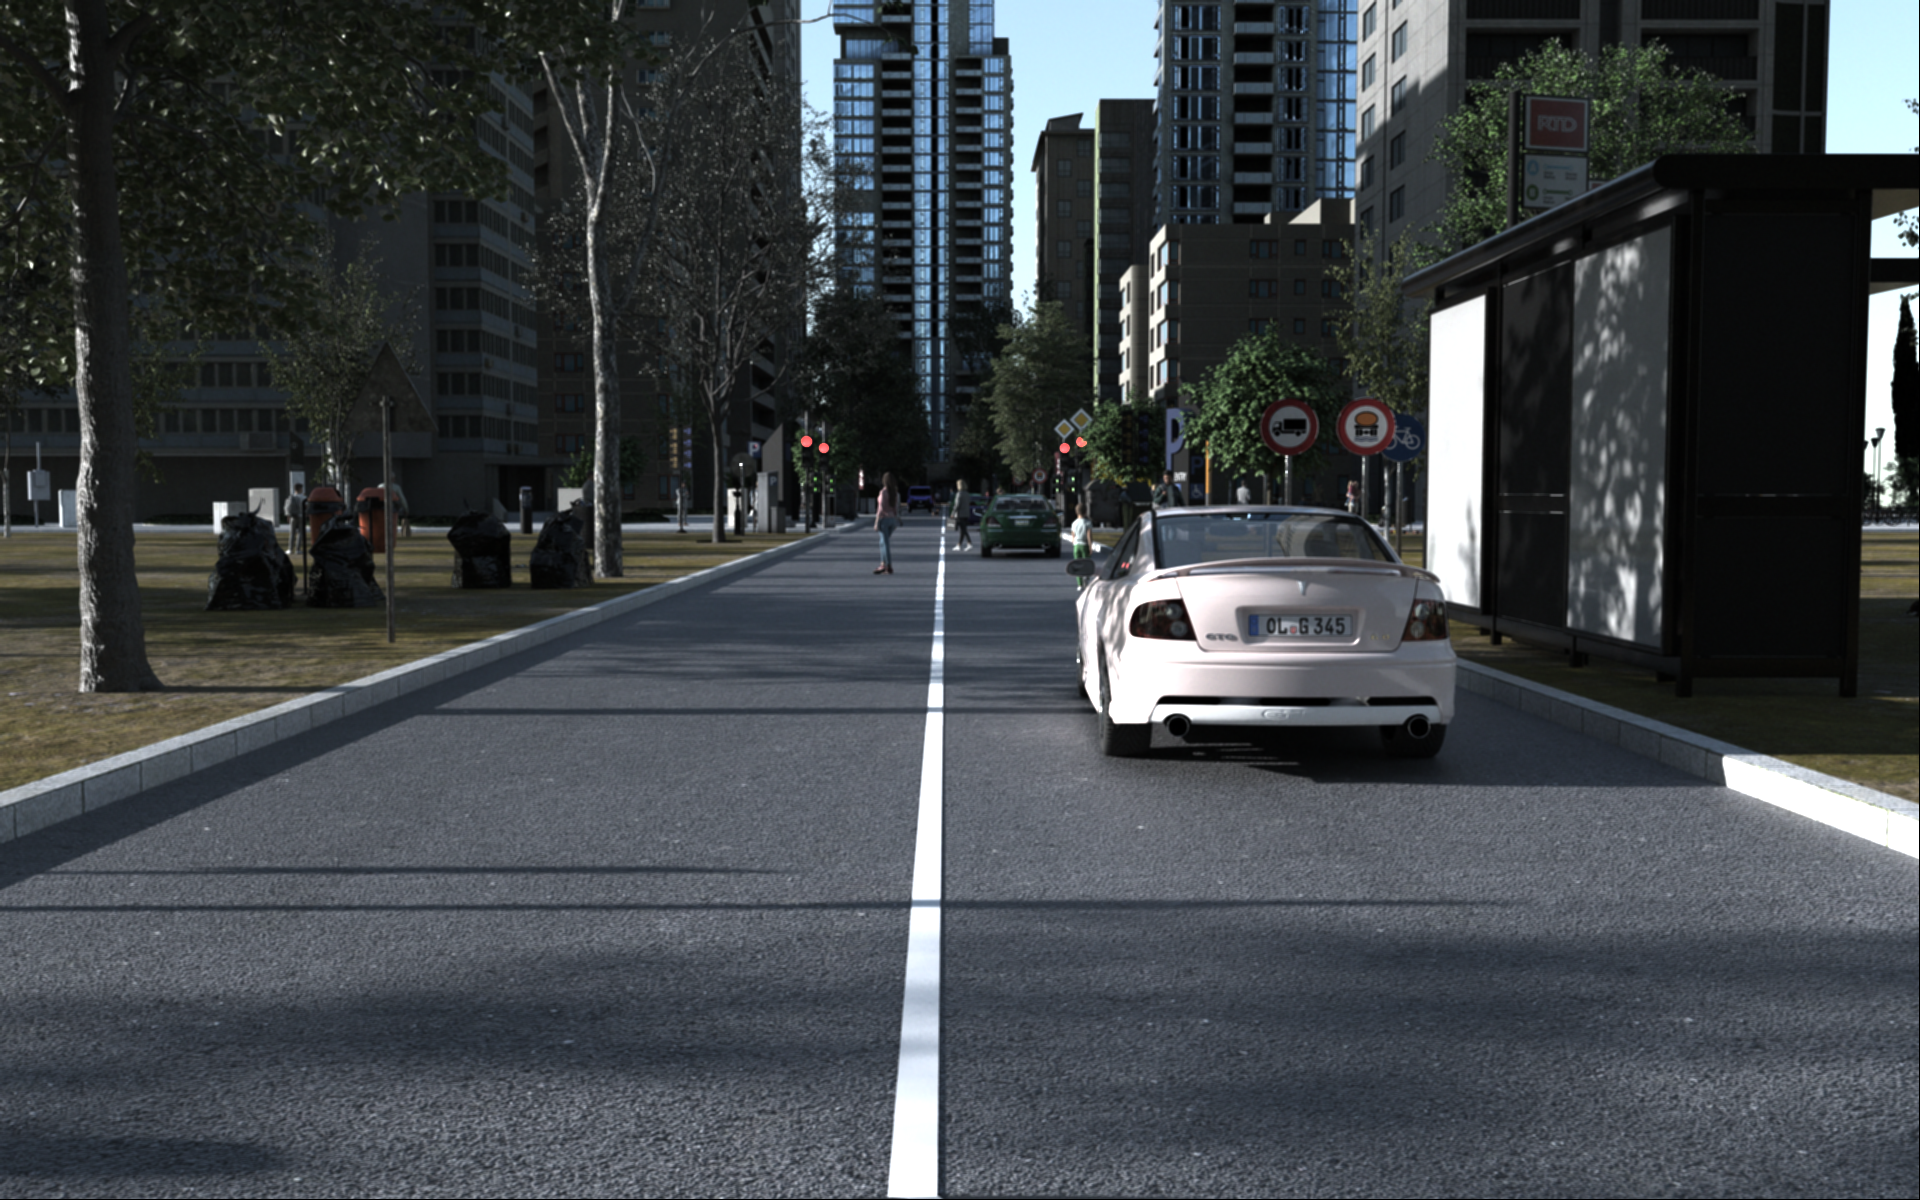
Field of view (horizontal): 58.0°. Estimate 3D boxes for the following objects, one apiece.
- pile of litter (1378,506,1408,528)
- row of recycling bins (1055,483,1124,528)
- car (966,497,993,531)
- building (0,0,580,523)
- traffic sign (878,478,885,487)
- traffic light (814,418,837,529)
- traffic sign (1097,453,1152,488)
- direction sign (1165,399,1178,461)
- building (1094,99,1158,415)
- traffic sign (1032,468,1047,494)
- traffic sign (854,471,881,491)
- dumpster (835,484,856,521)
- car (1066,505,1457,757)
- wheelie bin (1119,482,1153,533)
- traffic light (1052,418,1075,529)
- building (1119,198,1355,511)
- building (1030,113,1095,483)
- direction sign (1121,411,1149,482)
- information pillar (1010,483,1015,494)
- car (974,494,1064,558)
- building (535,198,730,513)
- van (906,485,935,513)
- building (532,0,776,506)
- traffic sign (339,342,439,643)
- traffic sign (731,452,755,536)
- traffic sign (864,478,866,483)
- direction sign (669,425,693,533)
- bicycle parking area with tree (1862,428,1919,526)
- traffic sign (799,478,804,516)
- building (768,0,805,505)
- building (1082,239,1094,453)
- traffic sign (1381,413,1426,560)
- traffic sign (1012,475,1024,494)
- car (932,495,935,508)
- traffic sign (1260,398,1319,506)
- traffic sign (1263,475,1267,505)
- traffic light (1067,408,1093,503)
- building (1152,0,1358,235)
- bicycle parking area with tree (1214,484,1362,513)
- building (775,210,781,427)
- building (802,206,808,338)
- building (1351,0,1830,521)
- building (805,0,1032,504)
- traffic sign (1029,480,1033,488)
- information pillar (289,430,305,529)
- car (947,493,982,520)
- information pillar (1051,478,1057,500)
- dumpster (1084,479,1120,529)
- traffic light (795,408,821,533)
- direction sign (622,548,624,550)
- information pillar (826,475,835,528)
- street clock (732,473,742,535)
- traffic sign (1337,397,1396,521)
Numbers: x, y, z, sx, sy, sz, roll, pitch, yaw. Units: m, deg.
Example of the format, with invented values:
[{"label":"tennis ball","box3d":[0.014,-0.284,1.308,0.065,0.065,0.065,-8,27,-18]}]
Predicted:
[{"label":"pile of litter","box3d":[16.744,-3.240,66.936,1.176,0.858,1.719,3,4,39]},{"label":"row of recycling bins","box3d":[5.408,-3.618,66.274,3.534,1.692,1.069,0,4,6]},{"label":"car","box3d":[0.870,-3.439,68.805,1.945,1.354,3.894,0,4,0]},{"label":"building","box3d":[-34.857,-24.111,86.096,32.217,40.220,23.993,0,4,0]},{"label":"traffic sign","box3d":[-6.147,-8.345,136.552,0.768,2.556,0.104,0,4,7]},{"label":"traffic light","box3d":[-5.009,-4.609,64.286,0.839,4.253,0.868,0,4,0]},{"label":"traffic sign","box3d":[6.680,-4.677,70.348,2.265,3.308,0.079,0,4,7]},{"label":"direction sign","box3d":[5.214,-3.040,41.707,0.379,3.537,0.876,3,5,44]},{"label":"building","box3d":[21.017,-30.524,182.668,14.154,41.232,14.086,0,4,0]},{"label":"traffic sign","box3d":[3.919,-5.207,85.237,0.768,2.556,0.104,0,4,3]},{"label":"traffic sign","box3d":[-7.411,-8.777,137.378,2.265,3.308,0.079,1,4,9]},{"label":"dumpster","box3d":[-5.678,-4.720,82.932,1.264,1.857,1.865,0,4,0]},{"label":"car","box3d":[1.722,0.094,10.822,2.083,1.381,4.827,0,4,1]},{"label":"wheelie bin","box3d":[4.632,-2.306,45.615,0.980,1.594,0.693,-1,4,-22]},{"label":"traffic light","box3d":[3.852,-4.615,64.379,0.839,4.253,0.868,0,4,0]},{"label":"building","box3d":[26.805,-17.152,125.472,27.650,21.520,28.899,0,4,0]},{"label":"building","box3d":[24.453,-40.279,247.802,27.495,52.752,28.713,0,4,0]},{"label":"direction sign","box3d":[4.783,-3.386,47.352,0.876,3.537,0.379,-2,4,-28]},{"label":"information pillar","box3d":[3.483,-6.757,114.973,0.304,2.012,0.304,1,4,21]},{"label":"car","box3d":[1.388,-1.755,40.496,2.131,1.459,4.920,0,4,1]},{"label":"building","box3d":[-31.770,-16.890,121.192,27.650,21.520,28.899,0,4,0]},{"label":"van","box3d":[-3.142,-8.068,136.289,2.240,2.365,5.245,0,4,-2]},{"label":"building","box3d":[-27.649,-32.153,149.407,21.300,48.544,21.600,0,4,0]},{"label":"traffic sign","box3d":[-4.909,-0.910,14.876,0.884,2.594,0.081,0,4,7]},{"label":"traffic sign","box3d":[-6.644,-3.234,52.983,0.768,2.556,0.104,0,4,7]},{"label":"traffic sign","box3d":[-7.267,-8.153,133.408,0.768,2.556,0.104,0,4,8]},{"label":"direction sign","box3d":[-9.172,-3.972,56.941,0.876,3.537,0.379,2,4,24]},{"label":"bicycle parking area with tree","box3d":[39.515,-5.243,72.723,9.016,4.147,8.231,1,4,19]},{"label":"traffic sign","box3d":[-9.197,-6.186,101.246,0.768,2.556,0.104,0,4,3]},{"label":"building","box3d":[-28.563,-46.150,192.799,20.611,71.187,20.563,0,4,0]},{"label":"building","box3d":[20.802,-26.016,197.065,14.160,30.474,14.107,0,4,0]},{"label":"traffic sign","box3d":[6.960,-1.670,27.419,0.768,2.556,0.104,0,4,5]},{"label":"traffic sign","box3d":[3.697,-6.709,109.798,0.768,2.556,0.104,0,4,0]},{"label":"car","box3d":[-3.505,-10.337,178.051,2.155,1.783,4.494,0,4,1]},{"label":"traffic sign","box3d":[4.353,-1.399,22.977,0.768,2.556,0.104,0,4,1]},{"label":"traffic sign","box3d":[7.075,-2.448,40.133,0.768,2.556,0.104,0,4,1]},{"label":"traffic light","box3d":[3.921,-4.127,56.394,0.839,4.253,0.868,0,4,0]},{"label":"building","box3d":[26.304,-51.753,158.830,22.319,86.520,31.000,0,4,0]},{"label":"bicycle parking area with tree","box3d":[16.176,-6.164,87.779,9.016,4.147,8.231,1,4,18]},{"label":"building","box3d":[-25.065,-24.226,167.802,14.160,30.474,14.107,0,4,0]},{"label":"building","box3d":[-35.956,-36.041,243.897,28.867,44.769,22.147,0,4,0]},{"label":"building","box3d":[32.437,-39.618,86.008,20.611,71.187,20.563,0,4,0]},{"label":"building","box3d":[-5.674,-56.925,243.391,31.000,86.520,22.319,0,4,0]},{"label":"traffic sign","box3d":[5.908,-8.454,138.328,0.768,2.556,0.104,0,4,5]},{"label":"information pillar","box3d":[-24.275,-4.408,63.425,0.504,3.616,0.183,-2,4,-32]},{"label":"car","box3d":[0.376,-4.494,82.279,1.959,1.807,4.718,0,4,-1]},{"label":"information pillar","box3d":[4.432,-4.711,81.515,0.304,2.012,0.304,0,4,0]},{"label":"dumpster","box3d":[5.276,-3.573,64.181,1.264,1.857,1.865,0,4,-1]},{"label":"traffic light","box3d":[-4.940,-4.121,56.301,0.839,4.253,0.868,0,4,0]},{"label":"direction sign","box3d":[-7.849,-2.897,39.367,0.379,3.537,0.876,0,4,0]},{"label":"information pillar","box3d":[-4.958,-3.765,66.058,0.304,2.012,0.304,-2,4,-33]},{"label":"street clock","box3d":[-7.008,-3.060,54.598,0.358,2.002,0.471,1,4,9]},{"label":"traffic sign","box3d":[5.352,-1.393,22.889,0.768,2.556,0.104,0,4,7]}]
